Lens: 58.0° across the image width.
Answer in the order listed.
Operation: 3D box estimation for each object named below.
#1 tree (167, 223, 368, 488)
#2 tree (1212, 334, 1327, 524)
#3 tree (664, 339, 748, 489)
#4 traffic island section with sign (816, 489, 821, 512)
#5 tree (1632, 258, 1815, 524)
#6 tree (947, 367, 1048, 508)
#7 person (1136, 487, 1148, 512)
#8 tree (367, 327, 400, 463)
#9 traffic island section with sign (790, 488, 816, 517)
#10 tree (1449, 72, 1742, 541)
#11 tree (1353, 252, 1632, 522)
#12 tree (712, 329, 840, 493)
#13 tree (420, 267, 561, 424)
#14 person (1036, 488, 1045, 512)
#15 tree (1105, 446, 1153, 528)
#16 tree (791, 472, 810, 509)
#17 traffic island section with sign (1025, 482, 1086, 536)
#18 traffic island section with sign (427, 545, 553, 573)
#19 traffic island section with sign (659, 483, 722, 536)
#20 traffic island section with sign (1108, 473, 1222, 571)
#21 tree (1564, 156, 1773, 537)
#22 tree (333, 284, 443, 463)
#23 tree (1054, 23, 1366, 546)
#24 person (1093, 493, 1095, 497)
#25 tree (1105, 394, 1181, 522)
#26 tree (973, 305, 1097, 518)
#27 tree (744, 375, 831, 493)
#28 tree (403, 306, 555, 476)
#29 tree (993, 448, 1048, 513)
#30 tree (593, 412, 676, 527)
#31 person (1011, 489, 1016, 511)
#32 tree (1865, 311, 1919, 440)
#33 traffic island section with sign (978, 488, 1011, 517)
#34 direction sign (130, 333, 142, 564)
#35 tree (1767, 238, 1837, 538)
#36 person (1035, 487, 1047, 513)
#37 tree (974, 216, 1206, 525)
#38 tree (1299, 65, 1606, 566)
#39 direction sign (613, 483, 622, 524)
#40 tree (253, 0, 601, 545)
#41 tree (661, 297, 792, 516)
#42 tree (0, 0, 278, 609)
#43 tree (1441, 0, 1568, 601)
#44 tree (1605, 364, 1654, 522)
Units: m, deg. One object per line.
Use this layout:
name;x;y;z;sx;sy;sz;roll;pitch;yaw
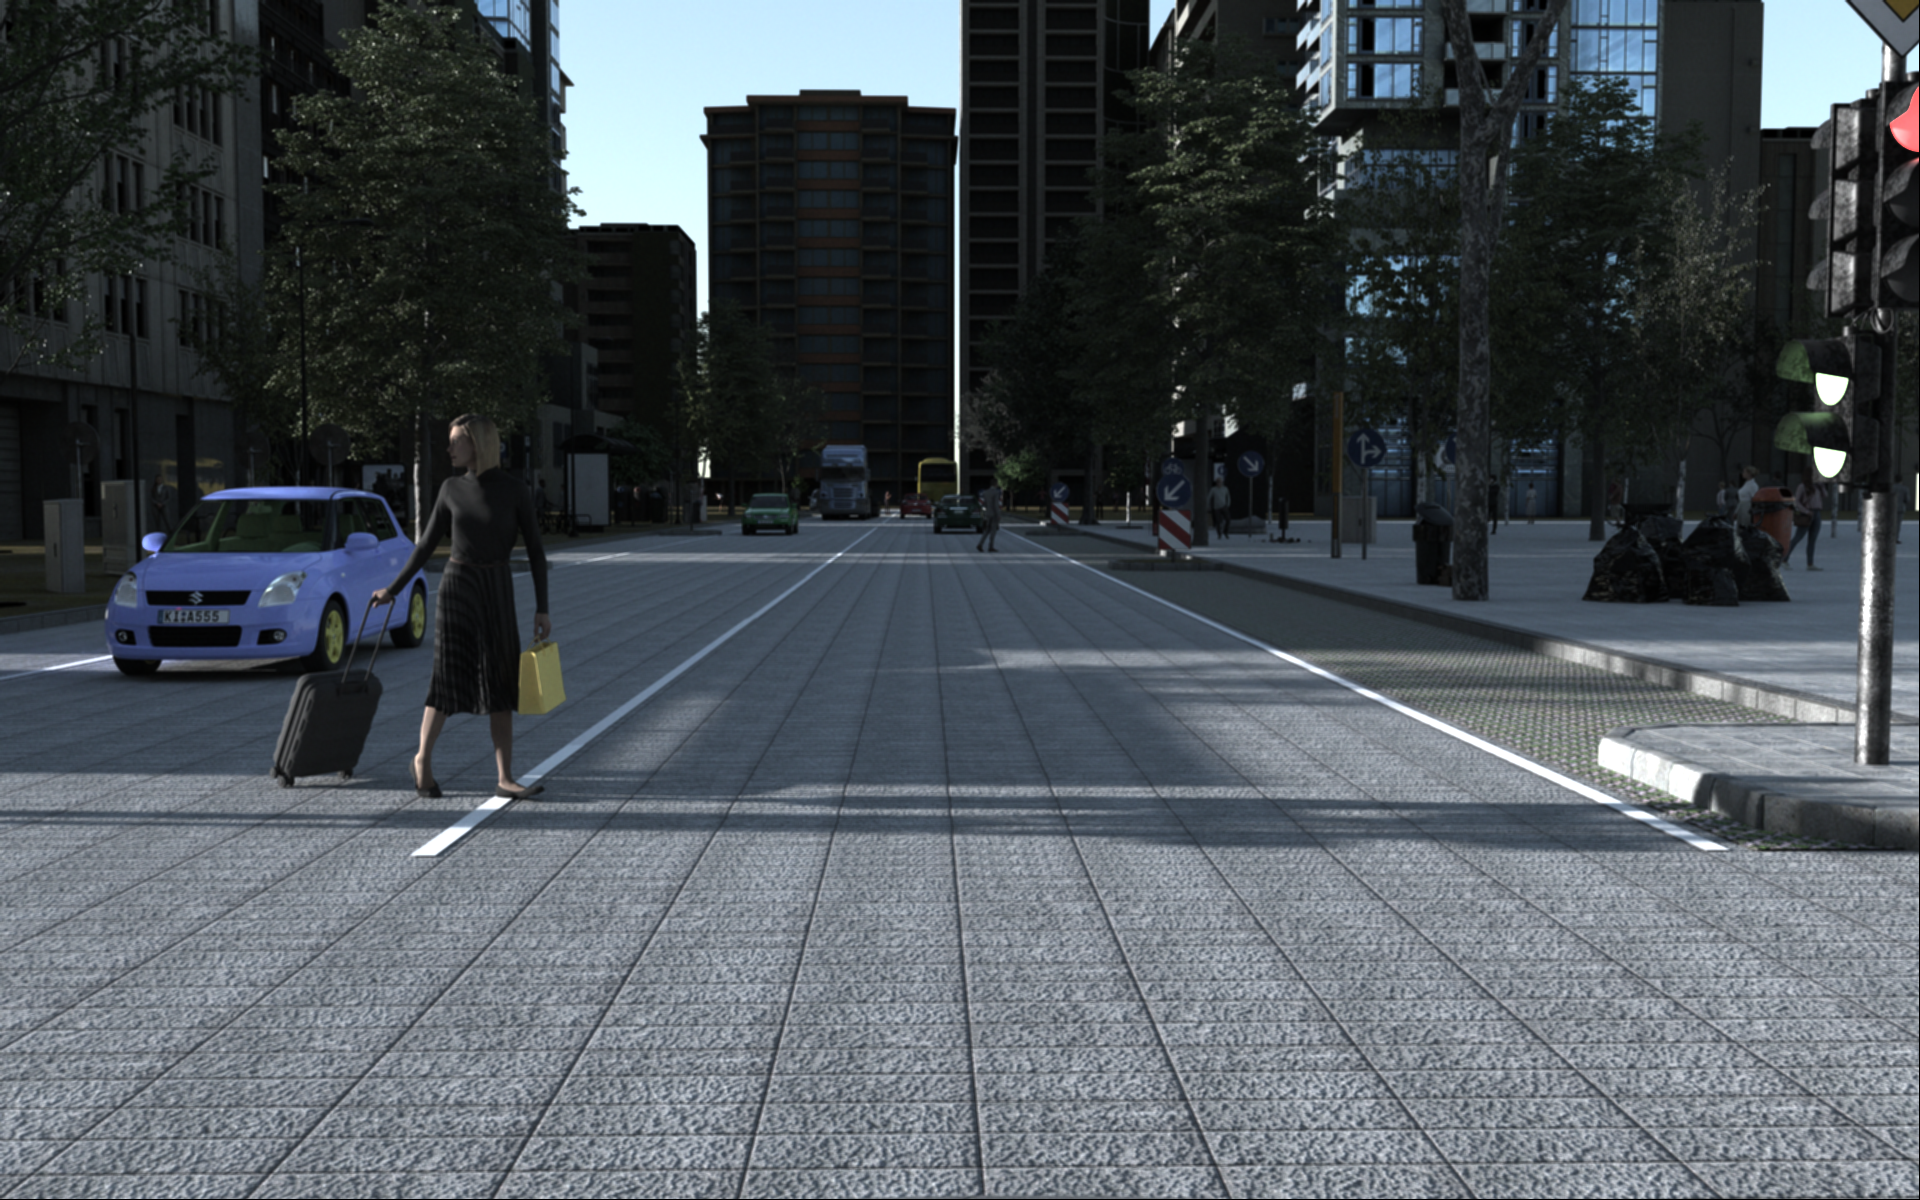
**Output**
tree;-19.584;-5.982;48.164;4.737;8.622;4.395;0;3;0
tree;13.373;-7.534;73.544;4.360;8.622;3.978;0;3;0
tree;-12.373;-8.134;83.356;4.737;8.622;4.395;0;3;0
traffic island section with sign;-10.983;-7.852;137.009;1.989;1.847;2.006;0;4;-1
tree;30.031;-8.159;67.809;8.767;10.594;7.601;-1;4;-12
tree;3.939;-15.153;158.124;12.009;13.543;11.850;0;3;0
person;13.077;-7.182;124.023;0.990;1.755;0.434;-1;4;-18
tree;-21.061;-6.362;54.377;4.737;8.622;4.395;0;3;0
traffic island section with sign;-10.394;-6.199;109.982;1.989;1.847;2.006;0;4;-1
tree;17.434;-7.930;47.783;7.486;12.596;7.792;0;3;0
tree;18.772;-7.908;63.712;8.767;10.594;7.601;0;4;0
tree;-13.515;-13.213;126.409;12.009;13.543;11.850;0;3;0
tree;-22.057;-9.308;77.933;9.928;11.665;9.643;0;3;0
person;5.784;-7.077;122.476;1.217;1.735;0.721;2;4;29
tree;6.226;-4.307;65.019;1.663;3.219;1.824;0;3;0
tree;-14.128;-9.723;153.578;1.663;3.219;1.824;0;3;0
traffic island section with sign;3.275;-3.135;59.889;1.989;1.847;2.006;0;4;-1
traffic island section with sign;-8.774;-1.466;32.599;1.989;1.847;2.006;0;4;-1
traffic island section with sign;-9.357;-3.165;60.378;1.989;1.847;2.006;0;4;-1
traffic island section with sign;3.854;-1.485;32.911;1.989;1.847;2.006;0;4;-1
tree;15.896;-5.383;38.371;4.360;8.622;3.978;0;3;0
tree;-19.753;-6.717;60.191;4.360;8.622;3.978;0;3;0
tree;6.352;-7.598;42.362;7.486;12.596;7.792;0;3;0
person;11.036;-8.524;146.340;0.436;1.711;0.756;-1;4;-23
tree;7.958;-7.940;80.179;4.737;8.622;4.395;0;3;0
tree;4.647;-10.172;92.071;9.928;11.665;9.643;0;3;0
tree;-14.729;-13.486;146.257;9.928;11.665;9.643;0;3;0
tree;-18.193;-7.138;67.062;4.737;8.622;4.395;0;3;0
tree;4.657;-8.301;119.433;4.285;4.588;4.351;0;3;0
tree;-12.891;-5.181;68.419;4.285;4.588;4.351;0;3;0
person;3.993;-7.461;129.496;0.415;1.643;0.593;0;4;7
tree;21.637;-5.375;38.239;4.360;8.622;3.978;0;3;0
traffic island section with sign;2.209;-6.208;110.124;1.989;1.847;2.006;0;4;-1
direction sign;-11.826;-2.010;24.859;0.379;3.537;0.876;-1;4;-23
tree;25.755;-6.110;50.253;4.737;8.622;4.395;0;3;0
person;5.570;-6.735;116.888;1.217;1.743;0.721;1;4;15
tree;5.364;-9.460;71.687;9.611;12.733;9.660;0;3;0
tree;8.464;-4.915;30.718;4.737;8.622;4.395;0;3;0
direction sign;-14.719;-5.036;74.339;0.876;3.537;0.379;1;4;12
tree;-12.037;-7.449;39.914;7.486;12.596;7.792;0;3;0
tree;-13.604;-11.148;100.390;7.486;12.596;7.792;0;3;0
tree;-11.387;-5.723;19.331;9.928;11.665;9.643;0;3;0
tree;6.875;-9.981;19.074;12.611;20.169;13.585;0;3;0
tree;31.108;-7.977;80.781;4.737;8.622;4.395;0;3;0
